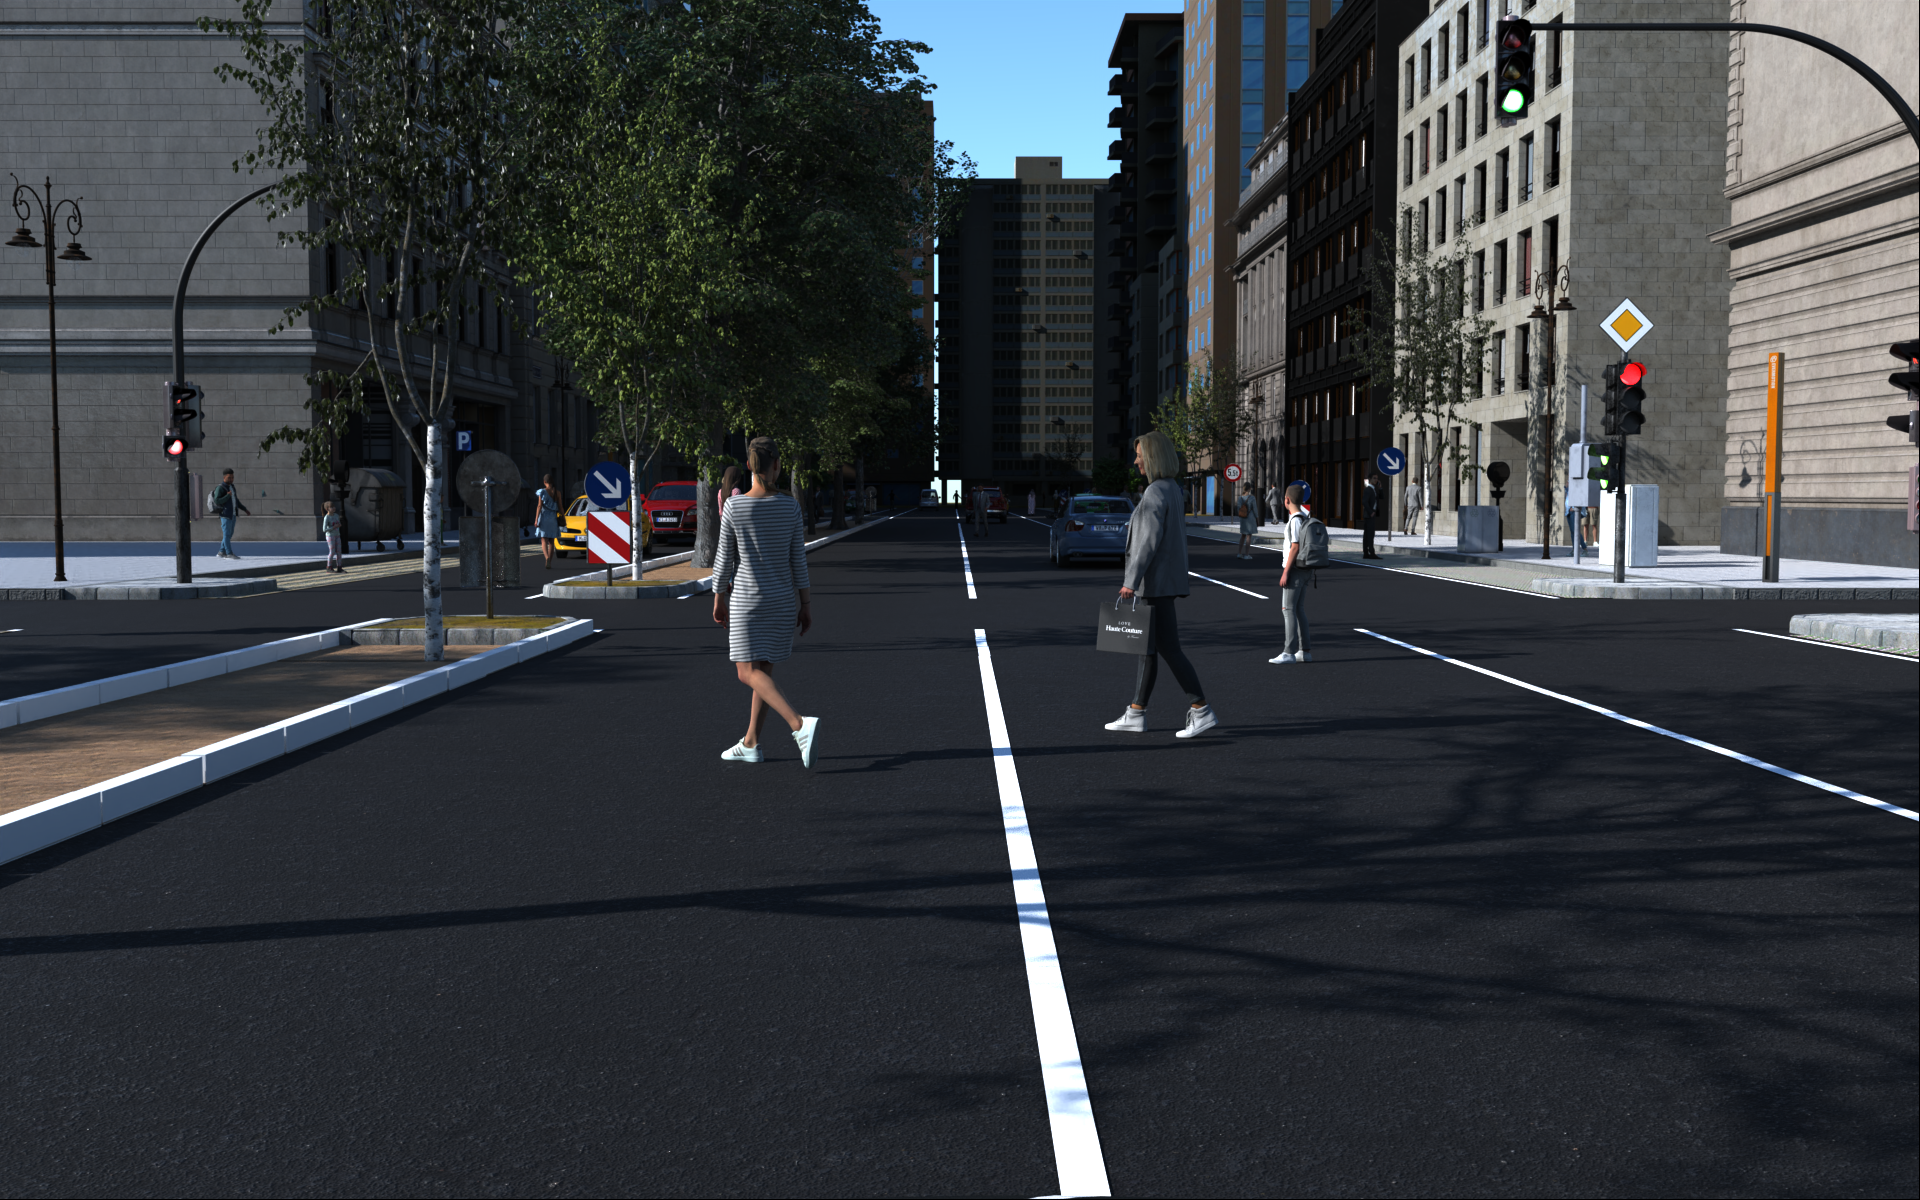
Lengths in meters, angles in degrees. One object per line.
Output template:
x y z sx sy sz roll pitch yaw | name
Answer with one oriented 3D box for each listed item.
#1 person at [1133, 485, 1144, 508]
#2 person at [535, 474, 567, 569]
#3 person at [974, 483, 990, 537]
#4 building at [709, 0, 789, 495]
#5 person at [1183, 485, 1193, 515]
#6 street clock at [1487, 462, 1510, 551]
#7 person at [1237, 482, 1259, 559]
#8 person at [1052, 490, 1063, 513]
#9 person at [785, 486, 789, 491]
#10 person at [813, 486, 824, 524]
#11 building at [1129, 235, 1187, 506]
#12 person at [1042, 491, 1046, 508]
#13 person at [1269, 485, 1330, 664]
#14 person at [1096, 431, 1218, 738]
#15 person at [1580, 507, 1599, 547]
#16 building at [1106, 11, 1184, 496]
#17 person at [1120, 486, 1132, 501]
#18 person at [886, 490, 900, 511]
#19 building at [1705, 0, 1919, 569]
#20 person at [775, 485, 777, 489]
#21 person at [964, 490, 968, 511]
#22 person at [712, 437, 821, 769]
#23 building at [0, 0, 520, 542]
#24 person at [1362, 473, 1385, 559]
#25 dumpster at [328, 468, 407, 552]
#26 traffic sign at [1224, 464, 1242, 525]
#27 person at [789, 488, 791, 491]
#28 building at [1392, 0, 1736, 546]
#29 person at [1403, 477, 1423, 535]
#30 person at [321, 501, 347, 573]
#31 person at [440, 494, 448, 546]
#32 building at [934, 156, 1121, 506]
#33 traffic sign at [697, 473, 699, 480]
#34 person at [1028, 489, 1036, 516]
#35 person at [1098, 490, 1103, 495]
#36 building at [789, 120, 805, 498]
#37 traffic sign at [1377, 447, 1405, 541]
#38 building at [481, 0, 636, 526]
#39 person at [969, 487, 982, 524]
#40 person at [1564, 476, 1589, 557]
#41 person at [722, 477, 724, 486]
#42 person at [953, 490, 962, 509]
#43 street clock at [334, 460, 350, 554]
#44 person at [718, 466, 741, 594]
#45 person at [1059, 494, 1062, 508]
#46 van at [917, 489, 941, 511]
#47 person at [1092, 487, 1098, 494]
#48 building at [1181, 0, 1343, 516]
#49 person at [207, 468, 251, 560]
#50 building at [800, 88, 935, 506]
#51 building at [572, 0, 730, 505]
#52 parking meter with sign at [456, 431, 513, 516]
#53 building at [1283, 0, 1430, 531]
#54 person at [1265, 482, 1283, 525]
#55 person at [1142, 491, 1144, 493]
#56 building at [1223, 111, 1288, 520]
6.209 -3.086 59.501 0.519 1.759 0.362 -2 4 -23 | person
-7.797 -1.493 33.004 0.616 1.811 0.778 -1 4 -19 | person
0.730 -3.029 58.299 0.678 1.792 0.850 1 4 23 | person
-27.343 -44.213 161.133 20.611 71.187 20.563 0 4 0 | building
12.367 -5.398 94.793 0.782 1.767 0.515 0 4 -8 | person
12.041 -2.092 38.780 0.471 2.002 0.358 -1 4 -23 | street clock
6.319 -1.753 38.167 0.512 1.701 0.522 2 4 32 | person
7.405 -7.505 131.935 0.721 1.736 1.217 -3 4 -38 | person
-9.011 -5.005 90.106 0.755 1.850 0.659 0 4 0 | person
-6.740 -4.515 82.280 0.622 1.834 0.822 1 4 14 | person
27.997 -17.439 130.159 27.650 21.520 28.899 0 4 0 | building
8.638 -10.255 176.691 0.721 1.766 1.217 0 4 -7 | person
2.857 -0.223 14.735 0.523 1.515 0.503 0 4 -4 | person
1.164 -0.094 10.217 0.728 1.800 0.709 2 4 23 | person
15.404 -2.224 42.388 0.580 1.828 0.573 0 4 -8 | person
24.972 -30.808 158.336 22.147 44.769 28.867 0 4 0 | building
6.956 -3.907 72.647 0.520 1.790 0.573 1 4 11 | person
-5.682 -8.367 145.305 1.348 1.822 0.705 2 4 27 | person
25.618 -12.413 31.832 19.941 23.489 11.050 0 4 0 | building
-8.628 -4.449 81.050 0.447 1.846 0.655 -1 4 -20 | person
0.532 -8.556 148.406 0.705 1.823 1.348 1 4 10 | person
-0.991 0.009 9.103 0.760 1.731 0.466 3 4 36 | person
-21.818 -12.025 47.511 10.553 20.767 40.483 0 4 0 | building
9.075 -1.844 38.004 0.474 1.900 0.648 1 4 16 | person
-13.326 -2.029 38.937 1.264 1.857 1.865 0 4 0 | dumpster
11.365 -4.411 72.233 0.768 2.556 0.104 0 4 2 | traffic sign
-11.213 -6.420 113.426 1.348 1.831 0.705 -3 5 -43 | person
20.119 -11.988 50.754 10.420 20.320 16.860 0 4 0 | building
14.279 -2.959 54.549 0.709 1.813 0.853 2 4 33 | person
-11.276 -1.129 31.242 0.394 1.301 0.425 0 4 6 | person
-12.902 -1.985 42.753 0.306 1.304 0.590 3 4 38 | person
9.060 -31.200 201.995 23.993 40.220 32.217 0 4 0 | building
-13.301 -5.501 90.041 0.768 2.556 0.104 0 4 7 | traffic sign
4.727 -6.401 113.822 0.551 1.740 0.621 -1 4 -16 | person
12.661 -9.154 157.175 0.593 1.643 0.415 -1 4 -18 | person
-27.916 -35.020 196.278 21.600 48.544 21.300 0 4 0 | building
11.713 -2.876 47.133 0.768 2.556 0.104 0 4 2 | traffic sign
-22.824 -17.295 80.040 12.463 27.353 25.104 0 4 0 | building
0.862 -4.522 82.927 0.782 1.767 0.515 3 5 44 | person
12.656 -1.789 35.554 0.793 1.790 0.793 -2 4 -29 | person
-4.699 -1.578 34.488 0.709 1.800 0.728 3 4 36 | person
-0.304 -9.591 165.457 0.705 1.807 1.348 3 4 37 | person
-13.247 -1.993 37.153 0.358 2.002 0.471 0 4 -7 | street clock
-3.157 -0.974 24.429 0.555 1.821 0.388 2 4 31 | person
9.548 -9.405 162.136 0.709 1.838 0.599 0 4 -2 | person
-2.629 -8.578 147.264 2.013 2.044 4.112 0 4 -1 | van
7.387 -5.252 94.555 0.709 1.800 0.728 0 4 -1 | person
21.719 -27.999 107.900 14.600 45.320 14.200 0 4 0 | building
-14.334 -1.683 33.914 0.721 1.781 0.623 0 4 -4 | person
-10.005 -33.227 193.369 14.200 45.320 14.600 0 4 0 | building
-28.170 -30.280 114.692 23.786 49.044 30.456 0 4 0 | building
-13.288 -3.200 48.581 0.543 3.016 1.738 2 4 27 | parking meter with sign
20.359 -14.536 67.350 12.332 23.373 15.834 0 4 0 | building
13.180 -4.051 72.556 0.678 1.792 0.850 -1 4 -20 | person
12.817 -7.062 121.510 0.705 1.823 1.348 2 4 27 | person
21.848 -15.074 88.260 13.314 21.916 24.055 0 4 0 | building
